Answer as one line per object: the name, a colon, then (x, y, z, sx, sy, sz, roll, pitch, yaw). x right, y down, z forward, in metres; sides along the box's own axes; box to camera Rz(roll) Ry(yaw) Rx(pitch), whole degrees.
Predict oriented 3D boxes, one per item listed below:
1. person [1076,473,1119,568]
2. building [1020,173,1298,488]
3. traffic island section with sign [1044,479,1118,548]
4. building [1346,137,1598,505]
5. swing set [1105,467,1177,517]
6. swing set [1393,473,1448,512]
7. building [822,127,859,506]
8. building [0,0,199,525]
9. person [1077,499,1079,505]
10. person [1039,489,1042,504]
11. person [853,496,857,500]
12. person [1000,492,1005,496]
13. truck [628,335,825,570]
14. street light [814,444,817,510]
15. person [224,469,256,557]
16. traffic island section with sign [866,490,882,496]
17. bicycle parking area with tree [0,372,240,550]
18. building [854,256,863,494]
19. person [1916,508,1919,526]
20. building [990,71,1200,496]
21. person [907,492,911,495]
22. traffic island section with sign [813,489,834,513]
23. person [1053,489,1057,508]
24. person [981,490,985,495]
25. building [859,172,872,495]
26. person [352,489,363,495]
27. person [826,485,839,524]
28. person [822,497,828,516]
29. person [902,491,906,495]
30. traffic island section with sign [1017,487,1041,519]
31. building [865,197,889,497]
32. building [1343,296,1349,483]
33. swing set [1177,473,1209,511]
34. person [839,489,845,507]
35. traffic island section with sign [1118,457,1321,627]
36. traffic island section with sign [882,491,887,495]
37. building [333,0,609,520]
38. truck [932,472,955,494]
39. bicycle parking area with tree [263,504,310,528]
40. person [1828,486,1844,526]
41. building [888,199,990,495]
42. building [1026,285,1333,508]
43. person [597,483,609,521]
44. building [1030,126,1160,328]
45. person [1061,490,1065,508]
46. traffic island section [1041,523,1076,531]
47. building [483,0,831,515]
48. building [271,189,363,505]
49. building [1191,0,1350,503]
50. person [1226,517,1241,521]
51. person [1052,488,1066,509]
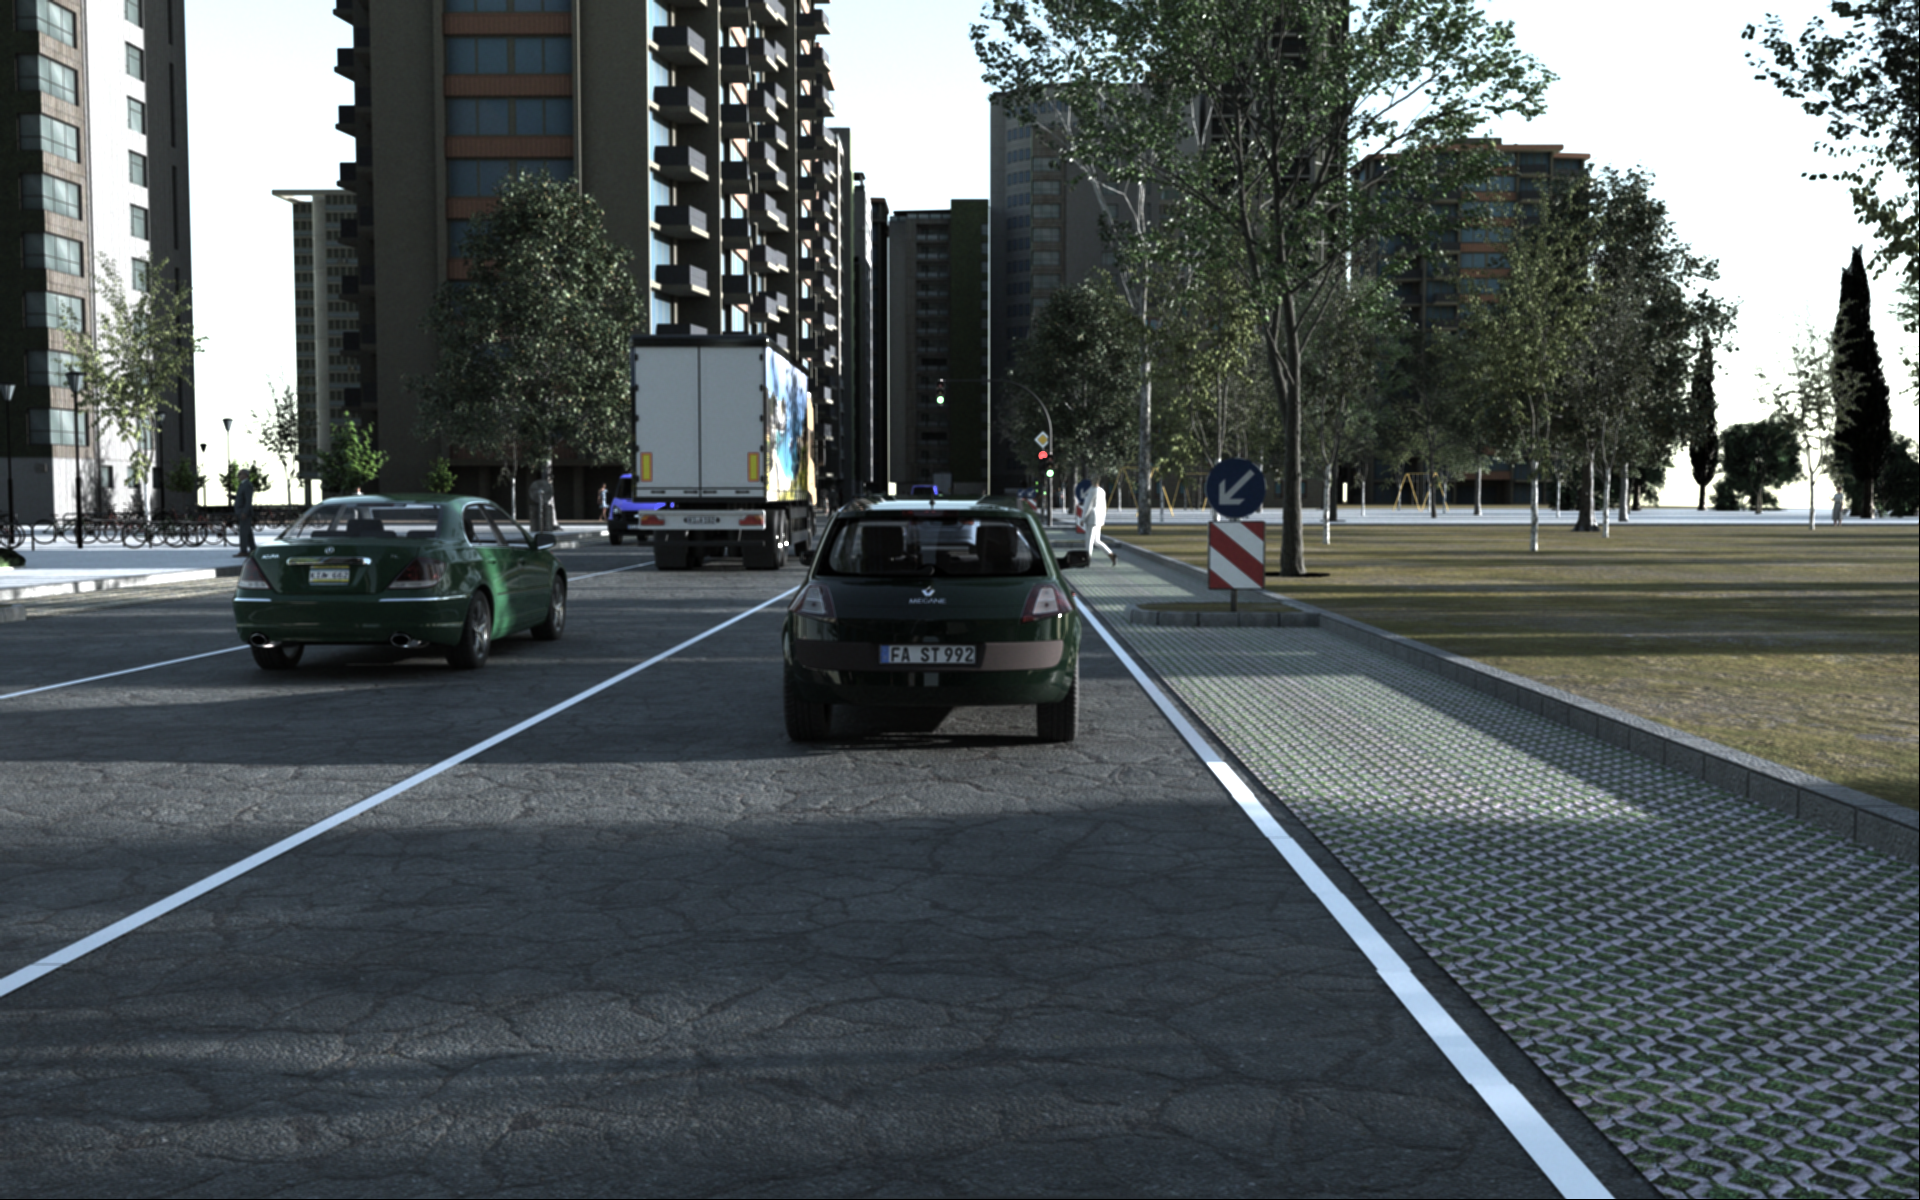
person: (2.649, -1.527, 33.349, 0.818, 1.842, 0.514, 1, 4, 11)
building: (23.715, -31.973, 214.632, 32.217, 40.220, 23.993, 0, 4, 1)
traffic island section with sign: (3.265, -2.313, 46.441, 1.989, 1.847, 2.006, 0, 4, 1)
building: (63.588, -34.308, 215.564, 28.867, 44.769, 22.147, 0, 4, 1)
swing set: (10.241, -6.269, 100.120, 2.862, 2.851, 3.119, -3, 4, -36)
swing set: (34.329, -8.016, 128.689, 2.862, 2.851, 3.119, -2, 4, -32)
building: (-18.939, -30.836, 187.764, 14.154, 41.232, 14.086, 0, 4, 1)
building: (-46.159, -18.950, 81.541, 14.107, 30.474, 14.160, 0, 4, 1)
person: (8.174, -7.035, 121.089, 0.581, 1.822, 0.654, -1, 4, -17)
person: (7.408, -9.239, 157.836, 0.721, 1.736, 1.217, 1, 4, 20)
person: (-8.138, -7.370, 133.683, 0.352, 1.250, 0.332, -2, 4, -24)
person: (5.450, -12.775, 218.151, 1.217, 1.735, 0.721, 3, 4, 39)
truck: (-4.582, -2.885, 36.080, 2.839, 4.237, 11.283, 0, 3, 0)
street light: (-11.526, -10.472, 143.756, 1.470, 5.913, 1.316, 0, 4, 1)
person: (-14.699, -1.785, 35.409, 0.590, 1.801, 0.661, -2, 4, -29)
traffic island section with sign: (-9.369, -10.417, 178.949, 1.989, 1.847, 2.006, 0, 4, 1)
bicycle parking area with tree: (-22.737, -3.398, 42.563, 9.016, 4.147, 8.231, -2, 4, -31)
building: (-18.843, -26.328, 202.162, 14.160, 30.474, 14.107, 0, 4, 1)
person: (39.242, -3.486, 70.517, 0.505, 1.210, 0.382, 0, 4, -4)
building: (18.342, -42.981, 244.745, 28.212, 58.520, 21.231, 0, 4, 1)
person: (-4.888, -9.703, 168.617, 0.593, 1.643, 0.415, -2, 4, -35)
traffic island section with sign: (-10.077, -7.347, 128.754, 1.989, 1.847, 2.006, 0, 4, 1)
person: (8.699, -9.292, 158.885, 0.530, 1.710, 0.541, 2, 4, 27)
person: (1.968, -8.379, 145.843, 0.374, 1.781, 0.599, 3, 4, 38)
building: (-18.391, -32.887, 221.295, 14.086, 41.232, 14.154, 0, 4, 1)
person: (-25.379, -3.929, 73.007, 0.678, 1.792, 0.850, -2, 4, -24)
person: (-5.844, -4.336, 79.170, 0.659, 1.850, 0.755, -2, 4, -32)
person: (-8.989, -6.233, 115.425, 0.505, 1.210, 0.382, 1, 4, 14)
person: (-6.035, -10.776, 185.401, 1.217, 1.736, 0.721, 1, 4, 9)
traffic island section with sign: (4.050, -5.686, 101.586, 1.989, 1.847, 2.006, 0, 4, 1)
building: (-24.521, -36.221, 246.829, 28.867, 44.769, 22.147, 0, 4, 1)
building: (61.533, -28.736, 241.526, 14.107, 30.474, 14.160, 0, 4, 1)
swing set: (17.720, -8.096, 129.990, 3.119, 2.851, 2.862, 3, 5, 42)
person: (-11.723, -10.113, 171.346, 0.705, 1.831, 1.348, -2, 4, -28)
traffic island section with sign: (2.884, -0.664, 19.488, 1.989, 1.847, 2.006, 0, 4, 1)
traffic island section with sign: (-8.988, -12.066, 205.902, 1.989, 1.847, 2.006, 0, 4, 1)
building: (-22.160, -27.098, 97.669, 22.147, 44.769, 28.867, 0, 4, 1)
truck: (-2.157, -14.225, 221.488, 2.839, 4.237, 11.283, 0, 4, 0)
bicycle parking area with tree: (-27.618, -4.647, 62.981, 9.016, 4.147, 8.231, 1, 4, 15)
person: (35.611, -3.750, 70.387, 0.524, 1.755, 0.480, -2, 4, -35)
building: (-2.856, -34.148, 241.917, 14.086, 41.232, 14.154, 0, 4, 1)
building: (20.894, -20.145, 174.412, 27.650, 21.520, 28.899, 0, 4, 1)
person: (-16.790, -4.598, 81.306, 0.616, 1.811, 0.778, -3, 5, -44)
building: (14.917, -31.300, 195.350, 14.154, 41.232, 14.086, 0, 4, 1)
person: (9.345, -9.155, 156.668, 0.436, 1.711, 0.756, 1, 4, 23)
traffic island section: (3.580, -2.858, 69.005, 2.009, 0.180, 2.903, 0, 4, 1)
building: (-21.674, -29.400, 135.312, 22.147, 44.769, 28.867, 0, 4, 1)
building: (-65.971, -31.823, 212.192, 23.993, 40.220, 32.217, 0, 4, 1)
building: (43.699, -49.246, 243.426, 20.611, 71.187, 20.563, 0, 4, 1)
person: (5.968, -1.679, 37.770, 0.425, 1.301, 0.394, 2, 4, 30)
person: (8.788, -9.039, 153.907, 1.350, 1.814, 0.705, 1, 4, 17)
